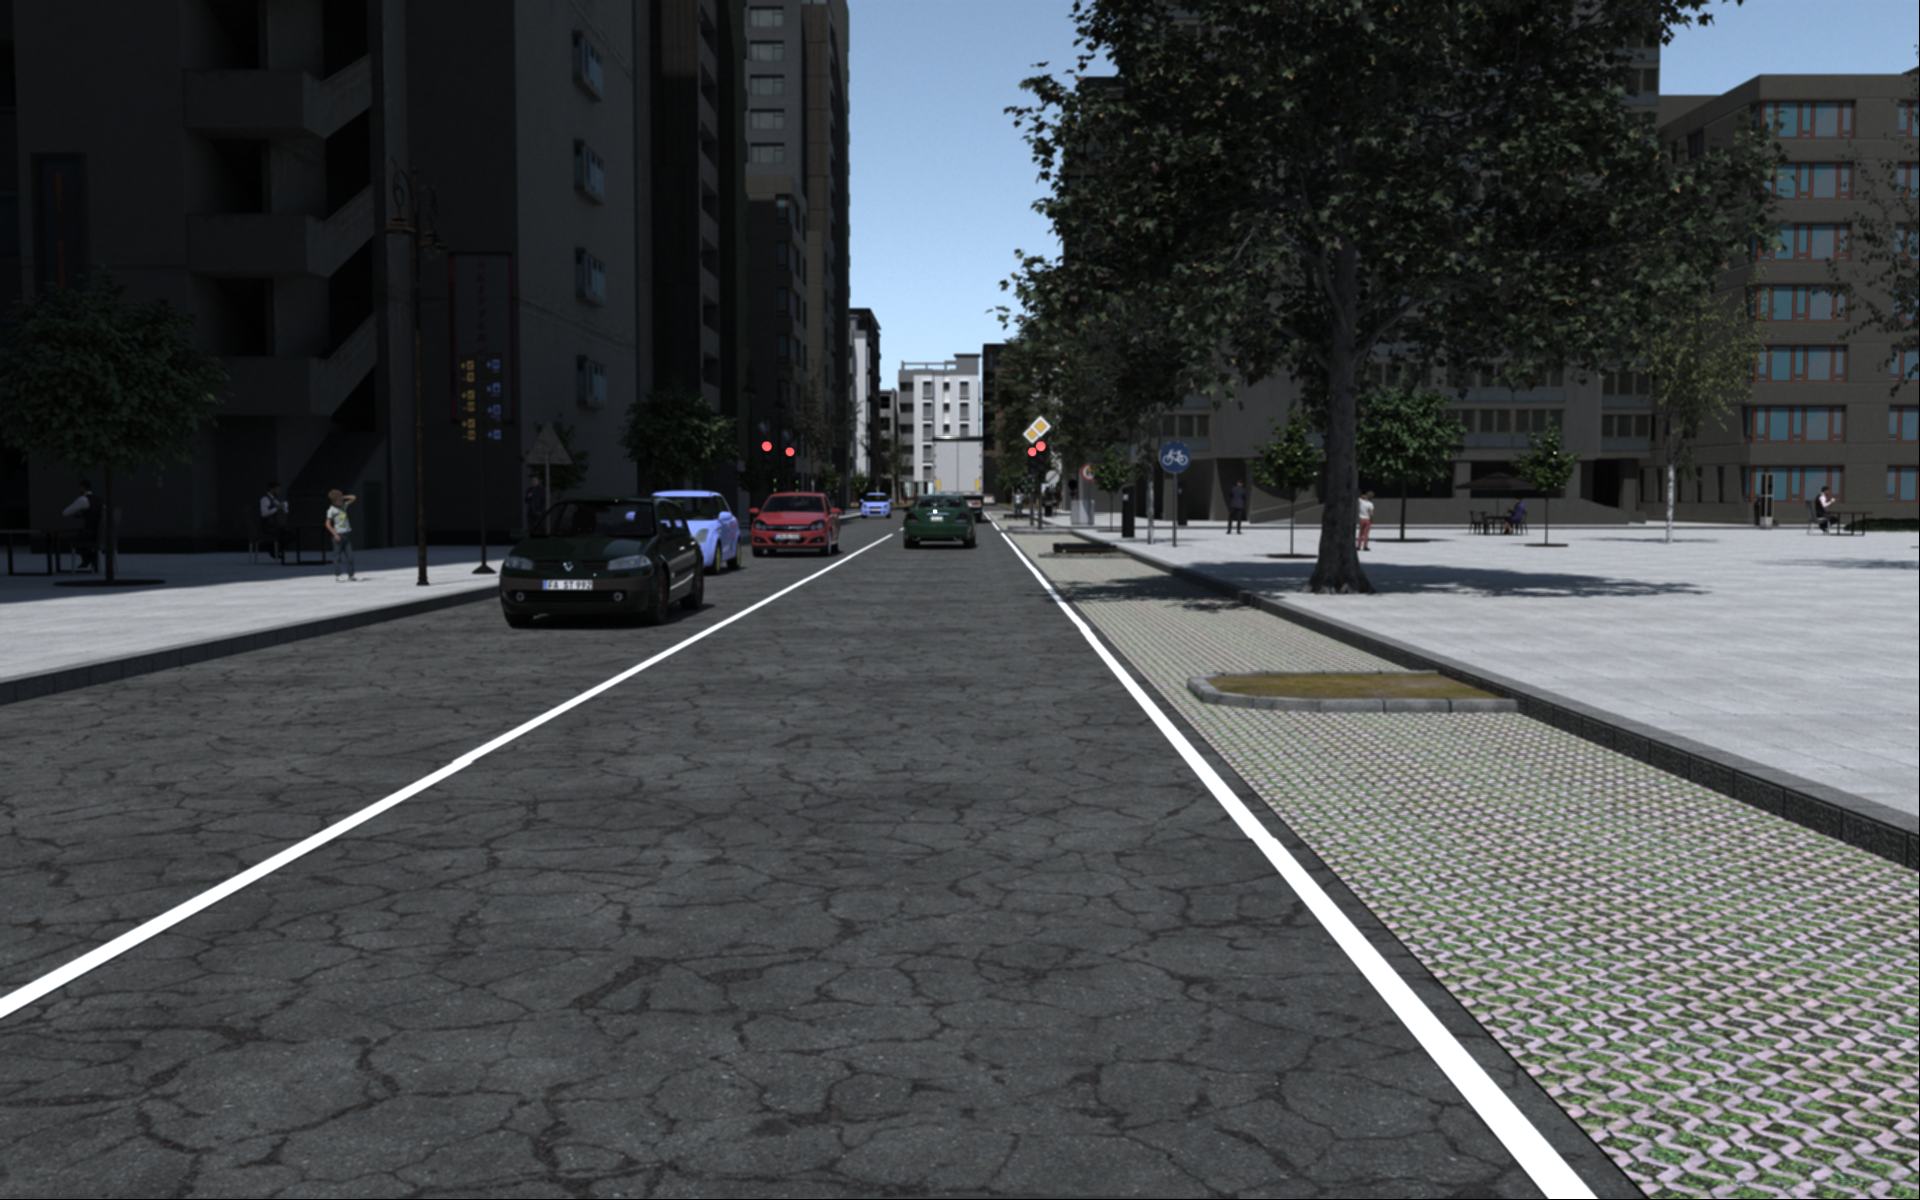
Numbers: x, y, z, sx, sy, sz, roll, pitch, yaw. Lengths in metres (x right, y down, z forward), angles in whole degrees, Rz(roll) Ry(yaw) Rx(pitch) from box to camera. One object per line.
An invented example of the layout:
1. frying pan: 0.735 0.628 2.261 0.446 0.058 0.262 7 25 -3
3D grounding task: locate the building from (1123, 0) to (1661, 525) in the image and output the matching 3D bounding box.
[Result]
1. building: 20.968 -24.163 86.953 23.993 40.220 32.217 0 4 0

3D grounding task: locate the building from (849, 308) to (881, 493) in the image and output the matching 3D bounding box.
1. building: -26.108 -22.052 204.521 32.646 21.610 27.936 0 4 0

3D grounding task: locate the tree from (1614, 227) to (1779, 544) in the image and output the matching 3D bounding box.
1. tree: 18.558 -5.753 44.426 4.737 8.622 4.395 0 3 0

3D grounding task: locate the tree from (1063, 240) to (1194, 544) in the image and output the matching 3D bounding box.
1. tree: 4.659 -5.739 44.193 4.360 8.622 3.978 0 3 0

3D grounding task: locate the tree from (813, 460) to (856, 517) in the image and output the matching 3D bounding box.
1. tree: -7.284 -6.334 98.154 1.663 3.219 1.824 0 3 0

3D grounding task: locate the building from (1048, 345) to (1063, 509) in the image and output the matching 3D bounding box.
1. building: 16.604 -19.030 167.566 16.016 20.091 11.380 0 4 0

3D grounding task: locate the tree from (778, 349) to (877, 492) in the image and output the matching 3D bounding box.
1. tree: -7.265 -8.417 87.975 4.360 8.622 3.978 0 3 0

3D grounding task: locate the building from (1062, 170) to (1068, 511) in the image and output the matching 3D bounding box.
1. building: 15.083 -22.381 137.629 14.160 30.474 14.107 0 4 0

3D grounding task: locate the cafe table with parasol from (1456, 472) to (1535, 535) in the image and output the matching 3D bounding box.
1. cafe table with parasol: 16.858 -3.022 54.281 2.610 1.966 2.610 1 4 11

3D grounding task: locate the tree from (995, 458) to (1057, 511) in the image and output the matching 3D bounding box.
1. tree: 5.592 -8.881 128.913 4.285 4.588 4.351 0 3 0

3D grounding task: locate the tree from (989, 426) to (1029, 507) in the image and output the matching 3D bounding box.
1. tree: 5.220 -13.933 178.160 4.737 8.622 4.395 0 3 0

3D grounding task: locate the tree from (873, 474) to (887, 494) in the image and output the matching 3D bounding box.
1. tree: -7.804 -9.685 152.950 1.663 3.219 1.824 0 3 0

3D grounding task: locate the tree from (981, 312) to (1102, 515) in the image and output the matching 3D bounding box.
1. tree: 4.967 -11.363 103.918 7.486 12.596 7.792 0 3 0

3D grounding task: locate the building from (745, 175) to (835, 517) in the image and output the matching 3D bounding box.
1. building: -22.826 -16.122 108.639 27.650 21.520 28.899 0 4 0

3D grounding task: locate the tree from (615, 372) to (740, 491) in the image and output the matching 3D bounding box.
1. tree: -7.670 -3.839 46.482 4.285 4.588 4.351 0 3 0

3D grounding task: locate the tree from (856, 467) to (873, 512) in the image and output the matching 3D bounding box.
1. tree: -7.185 -7.805 122.212 1.663 3.219 1.824 0 3 0

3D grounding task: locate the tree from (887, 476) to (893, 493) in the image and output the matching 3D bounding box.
1. tree: -6.938 -10.108 159.867 1.663 3.219 1.824 0 3 0

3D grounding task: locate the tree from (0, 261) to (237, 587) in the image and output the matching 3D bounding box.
1. tree: -12.077 -2.495 24.507 4.285 4.588 4.351 0 3 0

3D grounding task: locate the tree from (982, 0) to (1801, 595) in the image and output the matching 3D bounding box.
1. tree: 5.030 -6.436 22.241 9.611 12.733 9.660 0 3 0

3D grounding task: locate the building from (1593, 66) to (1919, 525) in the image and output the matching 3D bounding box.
1. building: 47.404 -14.700 85.385 28.899 21.520 27.650 0 4 0

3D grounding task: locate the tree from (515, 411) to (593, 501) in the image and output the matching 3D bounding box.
1. tree: -9.312 -2.805 40.455 1.663 3.219 1.824 0 3 0

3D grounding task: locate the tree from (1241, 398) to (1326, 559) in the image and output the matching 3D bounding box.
1. tree: 6.734 -2.470 34.988 1.663 3.219 1.824 0 3 0

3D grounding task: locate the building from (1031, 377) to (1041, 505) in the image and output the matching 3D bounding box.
1. building: 16.812 -21.788 212.653 16.016 20.091 11.380 0 4 0

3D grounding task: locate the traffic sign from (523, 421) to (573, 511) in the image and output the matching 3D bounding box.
1. traffic sign: -7.310 -1.879 30.724 0.884 2.594 0.081 0 4 1

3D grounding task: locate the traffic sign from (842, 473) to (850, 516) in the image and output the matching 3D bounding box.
1. traffic sign: -6.993 -6.323 103.378 0.884 2.594 0.081 1 4 9

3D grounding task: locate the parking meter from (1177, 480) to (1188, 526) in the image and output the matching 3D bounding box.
1. parking meter: 8.970 -3.926 69.898 0.255 1.863 0.399 -2 4 -32

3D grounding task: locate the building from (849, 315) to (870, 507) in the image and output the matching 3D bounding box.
1. building: -17.363 -19.846 180.896 16.016 20.091 11.380 0 4 0

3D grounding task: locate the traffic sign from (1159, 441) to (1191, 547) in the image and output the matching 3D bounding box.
1. traffic sign: 5.200 -2.558 41.922 0.768 2.556 0.104 0 4 6

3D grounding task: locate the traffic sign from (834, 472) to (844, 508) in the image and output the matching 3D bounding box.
1. traffic sign: -7.210 -6.225 101.885 0.768 2.556 0.104 1 4 10

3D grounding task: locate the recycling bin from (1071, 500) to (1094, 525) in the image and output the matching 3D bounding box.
1. recycling bin: 5.085 -3.626 71.845 0.722 1.027 0.722 -2 4 -31

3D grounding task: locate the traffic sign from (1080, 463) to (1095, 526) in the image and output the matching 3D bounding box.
1. traffic sign: 5.279 -4.307 70.521 0.768 2.556 0.104 1 4 10

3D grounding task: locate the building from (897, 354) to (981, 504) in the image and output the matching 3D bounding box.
1. building: -2.846 -23.435 239.578 11.380 20.091 16.016 0 4 0

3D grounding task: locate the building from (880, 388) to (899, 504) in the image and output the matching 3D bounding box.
1. building: -24.536 -22.897 240.831 31.486 18.905 16.747 0 4 0

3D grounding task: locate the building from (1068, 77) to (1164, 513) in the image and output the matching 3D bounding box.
1. building: 15.417 -21.520 123.546 14.160 30.474 14.107 0 4 0

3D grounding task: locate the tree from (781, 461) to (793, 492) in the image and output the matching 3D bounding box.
1. tree: -8.486 -5.196 79.558 1.663 3.219 1.824 0 3 0

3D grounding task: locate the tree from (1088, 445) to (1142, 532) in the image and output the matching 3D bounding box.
1. tree: 5.057 -3.934 58.925 1.663 3.219 1.824 0 3 0

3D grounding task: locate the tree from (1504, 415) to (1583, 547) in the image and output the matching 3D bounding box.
1. tree: 14.484 -2.924 42.415 1.663 3.219 1.824 0 3 0

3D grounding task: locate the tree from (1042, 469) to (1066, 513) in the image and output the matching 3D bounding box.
1. tree: 6.353 -7.464 116.634 1.663 3.219 1.824 0 3 0

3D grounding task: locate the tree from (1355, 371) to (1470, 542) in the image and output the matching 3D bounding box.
1. tree: 11.901 -3.835 46.419 4.285 4.588 4.351 0 3 0

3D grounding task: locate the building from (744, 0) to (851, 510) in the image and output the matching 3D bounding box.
1. building: -16.215 -27.758 137.444 14.154 41.232 14.086 0 4 0

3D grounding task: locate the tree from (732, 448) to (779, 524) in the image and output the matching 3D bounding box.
1. tree: -8.928 -4.828 73.540 1.663 3.219 1.824 0 3 0

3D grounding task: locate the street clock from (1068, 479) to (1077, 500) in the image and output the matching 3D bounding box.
1. street clock: 5.591 -4.975 85.910 0.471 2.002 0.358 0 4 -2

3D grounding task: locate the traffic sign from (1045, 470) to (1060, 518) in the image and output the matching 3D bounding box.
1. traffic sign: 4.907 -5.611 91.843 0.768 2.556 0.104 0 4 6

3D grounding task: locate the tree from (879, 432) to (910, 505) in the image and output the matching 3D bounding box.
1. tree: -7.503 -15.311 200.689 4.737 8.622 4.395 0 3 0

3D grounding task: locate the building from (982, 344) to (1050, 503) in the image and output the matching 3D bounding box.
1. building: 19.530 -24.572 245.722 32.646 21.610 27.936 0 4 0

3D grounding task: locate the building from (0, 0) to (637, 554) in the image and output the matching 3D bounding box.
1. building: -21.338 -25.824 45.931 21.600 48.544 21.300 0 4 0

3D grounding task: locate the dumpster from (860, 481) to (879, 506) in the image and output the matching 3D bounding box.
1. dumpster: -7.035 -7.988 133.093 1.502 2.255 1.985 0 3 0

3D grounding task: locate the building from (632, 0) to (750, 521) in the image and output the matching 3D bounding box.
1. building: -17.524 -18.788 78.892 14.160 30.474 14.107 0 4 0

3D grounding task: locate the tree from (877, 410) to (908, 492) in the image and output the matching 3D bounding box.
1. tree: -6.812 -12.161 149.195 4.360 8.622 3.978 0 3 0

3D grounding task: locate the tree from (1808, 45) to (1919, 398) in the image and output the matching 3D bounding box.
1. tree: 16.231 -4.735 27.784 4.360 8.622 3.978 0 3 0

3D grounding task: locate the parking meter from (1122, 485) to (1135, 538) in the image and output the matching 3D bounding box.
1. parking meter: 4.960 -2.607 51.040 0.372 1.533 0.369 0 3 0
